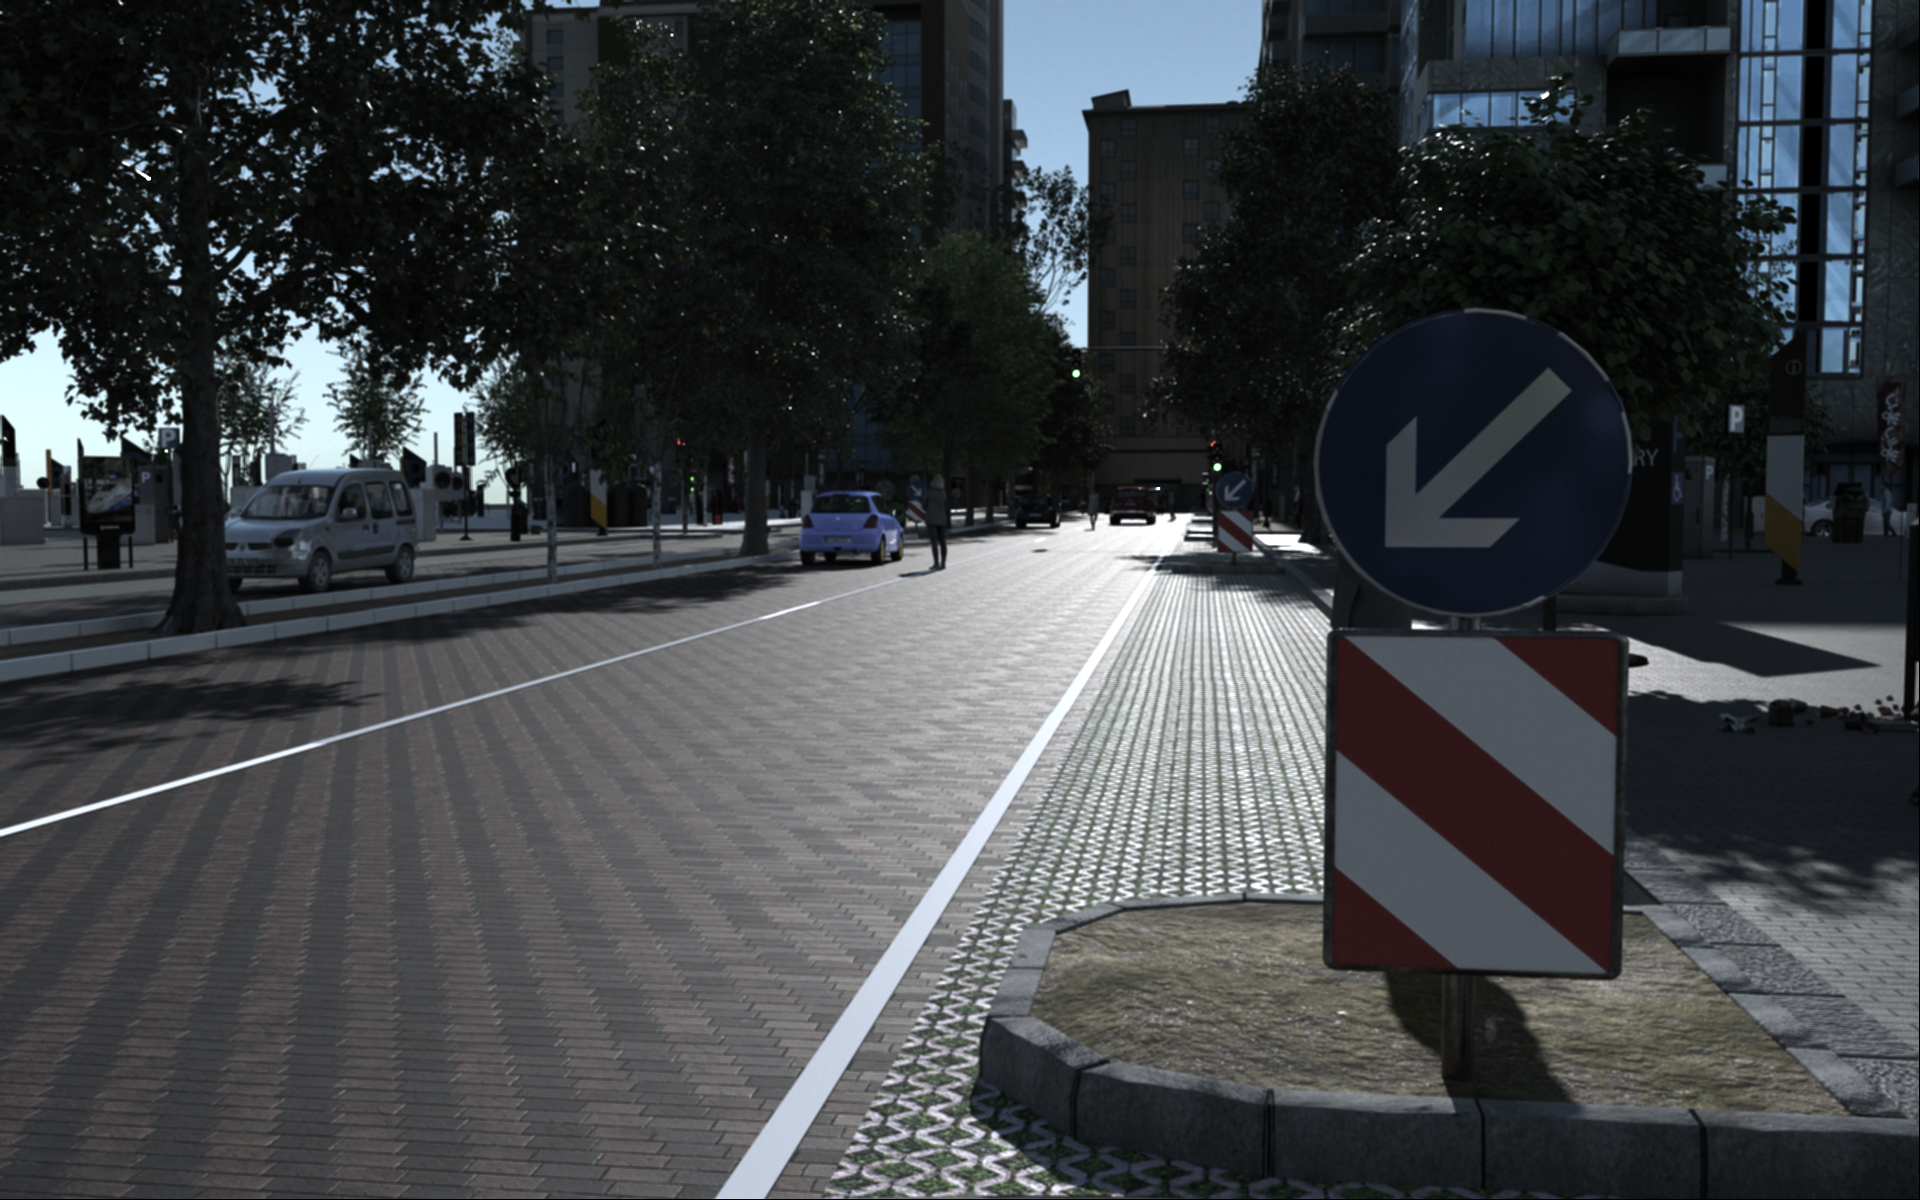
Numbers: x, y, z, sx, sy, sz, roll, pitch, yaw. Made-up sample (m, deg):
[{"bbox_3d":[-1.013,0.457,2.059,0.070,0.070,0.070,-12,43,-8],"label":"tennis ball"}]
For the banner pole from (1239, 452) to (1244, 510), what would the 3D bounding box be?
[{"bbox_3d":[16.868,-6.904,102.905,0.863,3.779,0.401,0,4,4],"label":"banner pole"}]

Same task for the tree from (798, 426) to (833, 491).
[{"bbox_3d":[-12.061,-11.414,136.983,4.737,8.622,4.395,0,3,0],"label":"tree"}]

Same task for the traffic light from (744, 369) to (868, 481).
[{"bbox_3d":[-5.655,-5.426,63.383,4.771,5.953,1.251,0,4,8],"label":"traffic light"}]

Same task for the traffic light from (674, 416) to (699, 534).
[{"bbox_3d":[-8.846,-4.086,55.729,0.839,4.253,0.868,0,4,8],"label":"traffic light"}]

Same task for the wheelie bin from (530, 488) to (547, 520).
[{"bbox_3d":[-20.891,-4.786,86.165,0.980,1.594,0.693,0,4,6],"label":"wheelie bin"}]

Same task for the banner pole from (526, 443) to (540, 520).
[{"bbox_3d":[-20.768,-5.779,84.508,0.863,3.779,0.401,-2,4,-29],"label":"banner pole"}]

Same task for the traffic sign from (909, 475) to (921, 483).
[{"bbox_3d":[-2.941,-6.881,112.616,0.768,2.556,0.104,1,4,15],"label":"traffic sign"}]

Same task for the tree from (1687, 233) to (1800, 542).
[{"bbox_3d":[20.602,-5.895,46.746,4.737,8.622,4.395,0,3,0],"label":"tree"}]

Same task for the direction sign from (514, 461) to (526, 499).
[{"bbox_3d":[-29.954,-7.708,118.021,0.876,3.537,0.379,0,4,5],"label":"direction sign"}]

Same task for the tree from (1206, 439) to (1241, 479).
[{"bbox_3d":[30.777,-15.367,201.615,4.360,8.622,3.978,0,3,0],"label":"tree"}]

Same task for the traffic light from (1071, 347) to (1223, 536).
[{"bbox_3d":[5.821,-4.825,53.558,4.771,5.953,1.251,0,4,8],"label":"traffic light"}]

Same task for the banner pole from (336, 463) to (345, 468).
[{"bbox_3d":[-50.238,-9.214,140.659,0.863,3.779,0.401,-1,4,-22],"label":"banner pole"}]

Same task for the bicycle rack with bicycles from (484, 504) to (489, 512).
[{"bbox_3d":[-34.085,-6.561,120.653,2.852,0.926,2.925,-2,4,-34],"label":"bicycle rack with bicycles"}]

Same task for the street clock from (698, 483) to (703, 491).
[{"bbox_3d":[-17.347,-6.797,115.701,0.358,2.002,0.471,-2,4,-28],"label":"street clock"}]

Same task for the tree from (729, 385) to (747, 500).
[{"bbox_3d":[-13.020,-8.141,83.473,4.737,8.622,4.395,0,3,0],"label":"tree"}]

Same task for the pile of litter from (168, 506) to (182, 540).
[{"bbox_3d":[-22.495,-2.151,49.133,1.719,0.858,1.176,3,5,42],"label":"pile of litter"}]

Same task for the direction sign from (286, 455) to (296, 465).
[{"bbox_3d":[-38.876,-6.636,100.497,0.379,3.537,0.876,2,4,35],"label":"direction sign"}]

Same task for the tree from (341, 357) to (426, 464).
[{"bbox_3d":[-29.928,-8.499,89.314,4.360,8.622,3.978,0,3,0],"label":"tree"}]

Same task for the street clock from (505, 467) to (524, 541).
[{"bbox_3d":[-12.114,-2.604,47.141,0.358,2.002,0.471,3,4,37],"label":"street clock"}]

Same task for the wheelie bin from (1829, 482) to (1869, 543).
[{"bbox_3d":[23.398,-2.300,45.508,0.980,1.594,0.693,0,4,-2],"label":"wheelie bin"}]

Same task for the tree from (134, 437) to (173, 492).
[{"bbox_3d":[-24.035,-3.528,52.279,1.663,3.219,1.824,0,3,0],"label":"tree"}]

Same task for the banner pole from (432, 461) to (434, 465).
[{"bbox_3d":[-39.162,-8.534,129.545,0.401,3.779,0.863,3,5,39],"label":"banner pole"}]

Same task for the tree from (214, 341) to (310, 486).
[{"bbox_3d":[-31.910,-7.829,78.360,4.360,8.622,3.978,0,3,0],"label":"tree"}]

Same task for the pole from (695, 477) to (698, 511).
[{"bbox_3d":[-20.249,-8.528,133.274,0.158,3.312,0.155,0,3,0],"label":"pole"}]

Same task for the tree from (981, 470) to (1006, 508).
[{"bbox_3d":[3.613,-10.735,159.232,4.285,4.588,4.351,0,3,0],"label":"tree"}]

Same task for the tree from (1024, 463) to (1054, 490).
[{"bbox_3d":[9.251,-15.237,199.493,4.360,8.622,3.978,0,3,0],"label":"tree"}]

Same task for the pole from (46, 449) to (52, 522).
[{"bbox_3d":[-41.640,-5.221,79.207,0.158,3.312,0.155,0,3,0],"label":"pole"}]

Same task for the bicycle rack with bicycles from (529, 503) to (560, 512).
[{"bbox_3d":[-29.386,-6.848,125.351,2.925,0.926,2.852,1,4,12],"label":"bicycle rack with bicycles"}]

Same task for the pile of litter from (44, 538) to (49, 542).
[{"bbox_3d":[-24.994,-1.960,46.007,1.719,0.858,1.176,3,4,37],"label":"pile of litter"}]

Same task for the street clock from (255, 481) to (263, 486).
[{"bbox_3d":[-40.275,-5.810,99.570,0.358,2.002,0.471,1,4,9],"label":"street clock"}]

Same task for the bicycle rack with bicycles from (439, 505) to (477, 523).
[{"bbox_3d":[-23.982,-4.008,78.916,2.925,0.926,2.852,1,4,13],"label":"bicycle rack with bicycles"}]

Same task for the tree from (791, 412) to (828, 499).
[{"bbox_3d":[-9.770,-9.050,98.332,4.360,8.622,3.978,0,3,0],"label":"tree"}]

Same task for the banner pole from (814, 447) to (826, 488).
[{"bbox_3d":[-6.900,-5.794,84.746,0.863,3.779,0.401,2,4,28],"label":"banner pole"}]

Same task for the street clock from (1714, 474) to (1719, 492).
[{"bbox_3d":[18.749,-2.380,43.477,0.471,2.002,0.358,-1,4,-9],"label":"street clock"}]

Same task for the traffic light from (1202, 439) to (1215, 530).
[{"bbox_3d":[9.012,-4.428,61.317,0.839,4.253,0.868,0,4,8],"label":"traffic light"}]

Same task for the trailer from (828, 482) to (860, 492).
[{"bbox_3d":[-5.531,-4.518,80.918,1.471,1.999,3.904,0,4,8],"label":"trailer"}]

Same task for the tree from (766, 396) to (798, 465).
[{"bbox_3d":[-12.799,-9.611,107.506,4.737,8.622,4.395,0,3,0],"label":"tree"}]

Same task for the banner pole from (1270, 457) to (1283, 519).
[{"bbox_3d":[16.523,-6.117,90.038,0.863,3.779,0.401,1,4,14],"label":"banner pole"}]

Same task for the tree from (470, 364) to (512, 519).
[{"bbox_3d":[-23.592,-8.549,90.136,4.360,8.622,3.978,0,3,0],"label":"tree"}]

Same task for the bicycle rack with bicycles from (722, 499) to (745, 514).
[{"bbox_3d":[-14.406,-6.181,114.443,2.925,0.926,2.852,-1,4,-20],"label":"bicycle rack with bicycles"}]

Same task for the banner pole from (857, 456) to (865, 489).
[{"bbox_3d":[-6.570,-7.615,114.521,0.863,3.779,0.401,-3,5,-43],"label":"banner pole"}]

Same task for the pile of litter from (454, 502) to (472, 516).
[{"bbox_3d":[-28.718,-5.252,99.838,1.176,0.858,1.719,-1,4,-20],"label":"pile of litter"}]

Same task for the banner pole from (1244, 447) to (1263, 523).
[{"bbox_3d":[13.289,-5.368,77.776,0.401,3.779,0.863,-2,4,-24],"label":"banner pole"}]

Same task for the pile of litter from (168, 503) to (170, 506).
[{"bbox_3d":[-43.678,-4.968,95.189,1.719,0.858,1.176,-1,4,-15],"label":"pile of litter"}]

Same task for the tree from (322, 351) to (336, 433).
[{"bbox_3d":[-23.416,-7.257,69.016,4.737,8.622,4.395,0,3,0],"label":"tree"}]

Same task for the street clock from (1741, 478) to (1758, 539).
[{"bbox_3d":[22.740,-2.770,49.861,0.358,2.002,0.471,-3,5,-43],"label":"street clock"}]

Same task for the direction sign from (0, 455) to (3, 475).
[{"bbox_3d":[-55.586,-6.646,100.660,0.876,3.537,0.379,-1,4,-17],"label":"direction sign"}]

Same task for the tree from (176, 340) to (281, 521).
[{"bbox_3d":[-30.072,-7.373,70.913,4.737,8.622,4.395,0,3,0],"label":"tree"}]

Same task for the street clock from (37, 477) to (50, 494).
[{"bbox_3d":[-39.298,-4.264,74.283,0.471,2.002,0.358,-2,4,-35],"label":"street clock"}]

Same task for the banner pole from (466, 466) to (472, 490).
[{"bbox_3d":[-39.802,-9.210,140.597,0.401,3.779,0.863,1,4,20],"label":"banner pole"}]

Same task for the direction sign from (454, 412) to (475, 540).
[{"bbox_3d":[-13.742,-3.432,48.112,0.876,3.537,0.379,3,4,38],"label":"direction sign"}]

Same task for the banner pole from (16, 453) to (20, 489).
[{"bbox_3d":[-60.891,-7.443,111.714,0.863,3.779,0.401,2,4,23],"label":"banner pole"}]

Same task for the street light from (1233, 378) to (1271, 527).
[{"bbox_3d":[11.438,-5.811,67.556,1.470,5.913,1.316,0,4,8],"label":"street light"}]

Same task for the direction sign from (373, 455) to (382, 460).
[{"bbox_3d":[-33.446,-6.573,99.472,0.379,3.537,0.876,2,4,32],"label":"direction sign"}]

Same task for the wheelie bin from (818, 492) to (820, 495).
[{"bbox_3d":[-10.128,-6.875,120.320,0.980,1.594,0.693,2,4,28],"label":"wheelie bin"}]

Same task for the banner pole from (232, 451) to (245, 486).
[{"bbox_3d":[-40.938,-6.632,98.448,0.863,3.779,0.401,-3,4,-36],"label":"banner pole"}]

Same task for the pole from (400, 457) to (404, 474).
[{"bbox_3d":[-30.311,-6.134,94.140,0.158,3.312,0.155,0,3,0],"label":"pole"}]

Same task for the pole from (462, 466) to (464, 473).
[{"bbox_3d":[-32.337,-7.277,112.822,0.158,3.312,0.155,0,3,0],"label":"pole"}]

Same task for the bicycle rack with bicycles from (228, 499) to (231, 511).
[{"bbox_3d":[-54.306,-7.100,129.462,2.852,0.926,2.925,0,4,5],"label":"bicycle rack with bicycles"}]
